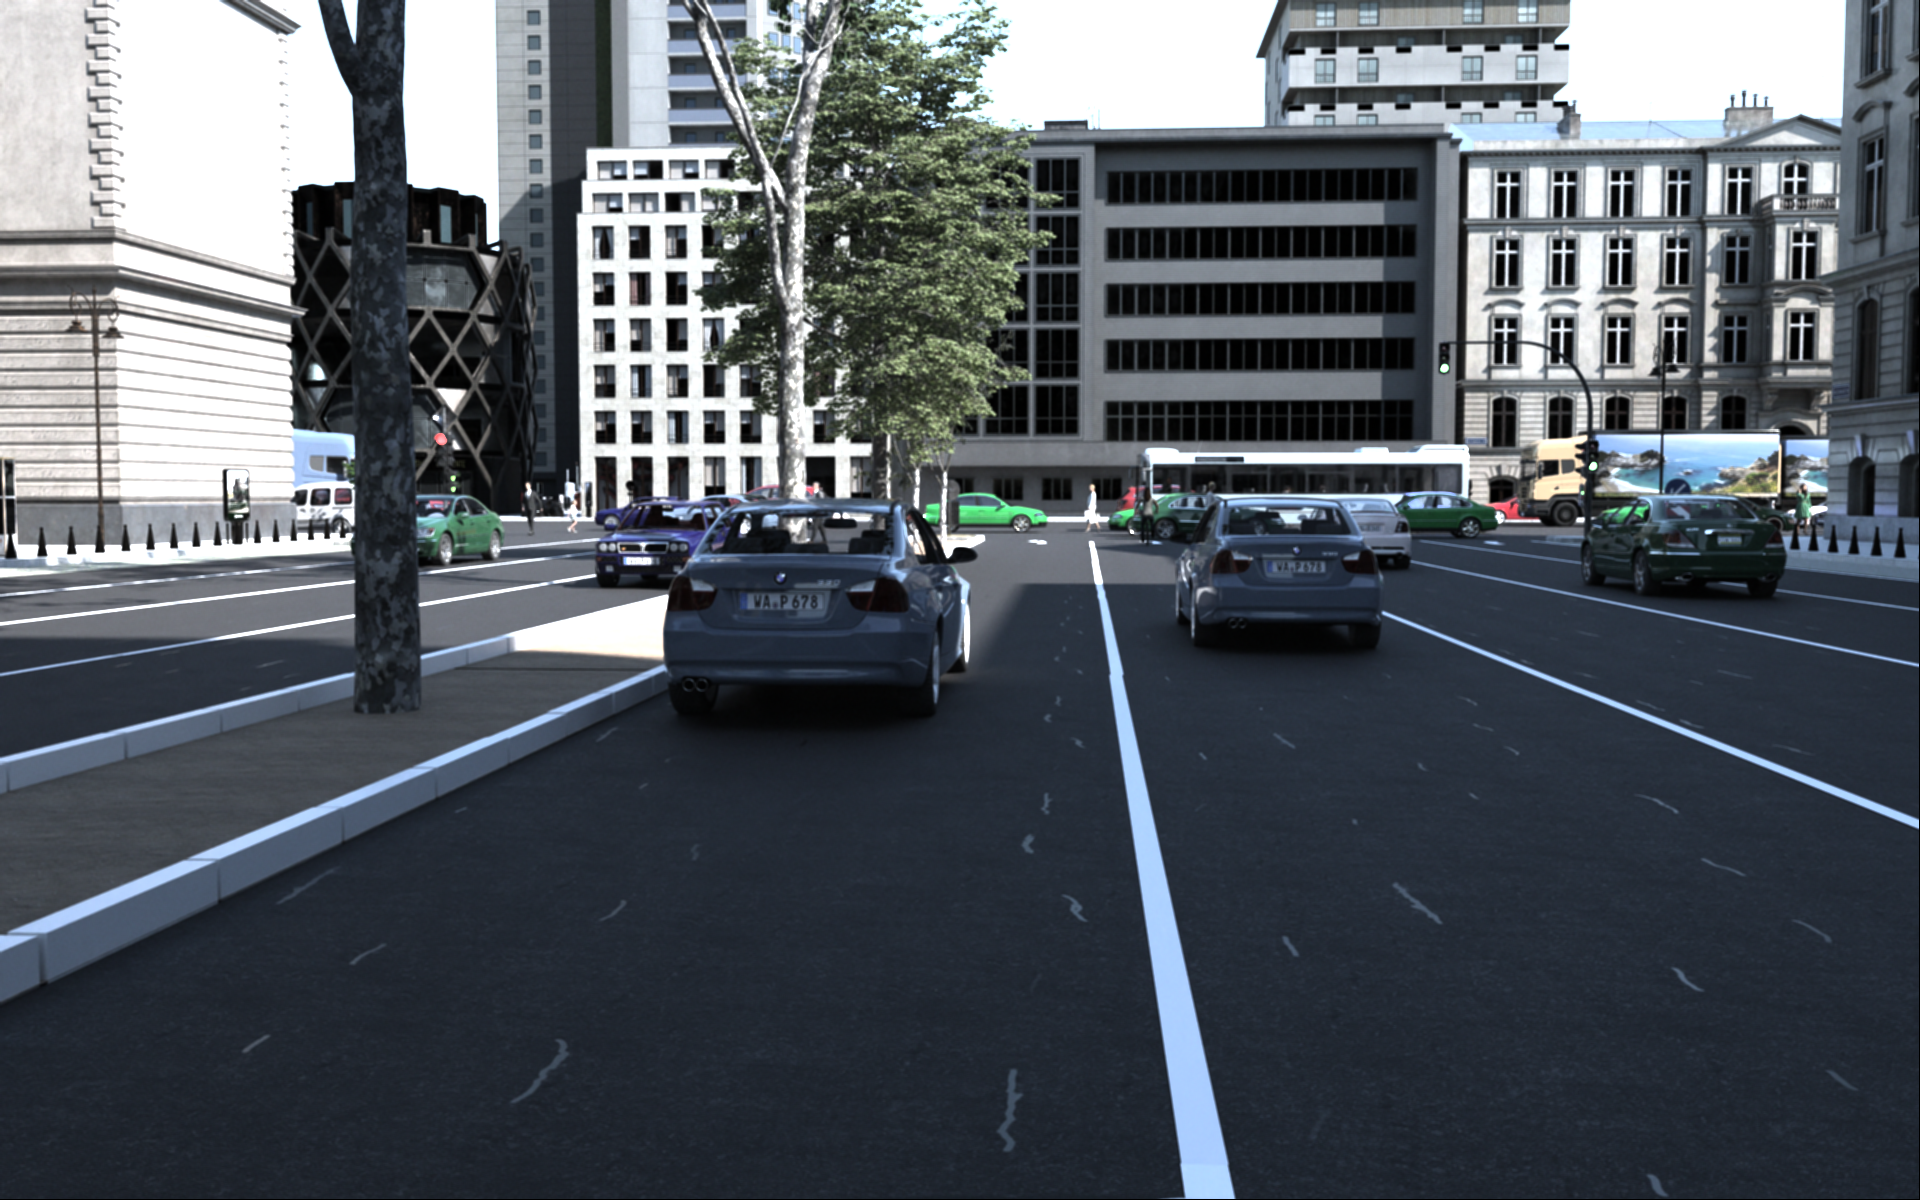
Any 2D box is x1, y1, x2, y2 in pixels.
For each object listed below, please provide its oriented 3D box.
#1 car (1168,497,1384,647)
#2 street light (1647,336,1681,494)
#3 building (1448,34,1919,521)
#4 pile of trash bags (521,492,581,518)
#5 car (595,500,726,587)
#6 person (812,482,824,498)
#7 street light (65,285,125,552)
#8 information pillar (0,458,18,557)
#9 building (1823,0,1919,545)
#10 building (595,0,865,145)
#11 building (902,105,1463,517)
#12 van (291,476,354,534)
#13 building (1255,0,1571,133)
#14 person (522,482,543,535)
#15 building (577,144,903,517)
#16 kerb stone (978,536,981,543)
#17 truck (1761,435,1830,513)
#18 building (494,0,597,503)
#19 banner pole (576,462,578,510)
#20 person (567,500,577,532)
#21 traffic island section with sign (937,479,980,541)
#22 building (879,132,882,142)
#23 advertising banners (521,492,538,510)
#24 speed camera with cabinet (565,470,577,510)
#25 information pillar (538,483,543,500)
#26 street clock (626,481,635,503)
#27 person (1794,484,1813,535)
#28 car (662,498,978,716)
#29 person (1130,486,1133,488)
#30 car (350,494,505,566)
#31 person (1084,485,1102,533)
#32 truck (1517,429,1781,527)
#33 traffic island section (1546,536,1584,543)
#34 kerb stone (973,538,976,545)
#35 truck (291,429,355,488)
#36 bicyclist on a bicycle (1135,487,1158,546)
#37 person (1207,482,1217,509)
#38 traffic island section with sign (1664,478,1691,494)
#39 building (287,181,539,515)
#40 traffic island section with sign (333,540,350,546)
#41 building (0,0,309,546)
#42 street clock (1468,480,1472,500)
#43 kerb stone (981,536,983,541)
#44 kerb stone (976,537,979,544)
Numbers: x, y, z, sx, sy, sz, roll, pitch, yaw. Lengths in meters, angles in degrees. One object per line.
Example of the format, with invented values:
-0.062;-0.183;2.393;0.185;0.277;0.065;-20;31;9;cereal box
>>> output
3.142;-0.338;17.523;2.014;1.417;4.499;0;4;4;car
20.642;-4.778;50.908;0.468;5.910;1.993;0;4;4;street light
44.430;-17.000;97.031;34.723;24.649;14.460;0;4;4;building
-22.428;-5.258;95.727;3.447;1.369;1.912;-2;4;-29;pile of trash bags
-4.632;-0.939;27.926;1.945;1.354;3.894;0;4;4;car
-4.127;-2.474;49.350;0.834;1.777;0.661;-3;4;-37;person
-19.102;-4.012;38.382;0.468;5.910;1.993;0;4;4;street light
-19.458;-1.883;35.275;0.304;2.012;0.304;1;4;18;information pillar
28.416;-12.968;31.108;14.460;24.649;34.723;0;4;4;building
-21.209;-38.202;166.605;21.231;58.520;28.212;0;4;4;building
12.110;-17.131;99.162;30.058;24.678;14.314;0;4;4;building
-21.642;-3.113;57.915;4.112;2.044;2.013;0;4;6;van
46.194;-36.102;179.500;28.713;52.752;27.495;0;4;4;building
-14.989;-3.185;60.353;0.659;1.850;0.755;1;4;11;person
-11.941;-14.910;98.523;16.860;20.320;10.420;0;4;4;building
0.433;-1.686;49.768;0.120;0.150;1.000;0;4;4;kerb stone
41.590;-5.789;83.566;11.283;4.237;2.839;0;4;3;truck
-40.650;-46.745;202.537;20.611;71.187;20.563;0;4;4;building
-30.119;-8.948;136.308;0.401;3.779;0.863;-1;4;-19;banner pole
-14.489;-3.130;64.695;0.382;1.210;0.505;0;4;-7;person
-0.375;-2.751;53.109;2.006;1.907;1.989;0;4;4;traffic island section with sign
-19.482;-35.345;201.593;21.600;48.544;21.300;0;4;4;building
-29.617;-7.404;117.237;2.074;3.025;0.090;0;4;-6;advertising banners
-31.049;-8.851;139.042;0.660;3.252;2.038;-2;4;-34;speed camera with cabinet
-27.792;-6.741;114.706;0.304;2.012;0.304;-1;4;-19;information pillar
-17.741;-5.425;93.265;0.471;2.002;0.358;-1;4;-19;street clock
29.435;-3.165;60.494;0.600;1.795;0.529;0;4;-4;person
-0.909;-0.033;12.543;2.014;1.417;4.499;0;4;4;car
8.229;-4.461;81.620;0.592;1.802;0.473;1;4;10;person
-11.028;-1.486;36.096;2.131;1.459;4.920;0;4;5;car
4.925;-3.387;64.225;0.624;1.780;0.694;1;4;22;person
29.884;-5.351;76.406;11.283;4.237;2.839;0;4;3;truck
18.677;-1.789;51.526;2.009;0.180;2.903;0;4;4;traffic island section
0.290;-1.559;47.716;0.120;0.150;1.000;0;4;4;kerb stone
-33.355;-5.062;72.516;18.799;4.110;2.967;0;4;2;truck
5.239;-2.351;48.461;1.499;1.676;1.625;0;4;5;bicyclist on a bicycle
7.119;-2.470;49.233;0.624;1.780;0.694;2;4;24;person
18.218;-2.217;44.879;1.989;1.847;2.006;0;4;4;traffic island section with sign
-34.087;-14.430;103.379;16.811;18.784;16.820;0;4;4;building
-16.106;-2.422;48.220;1.989;1.847;2.006;0;4;4;traffic island section with sign
-29.610;-13.378;47.613;19.941;23.489;11.050;0;4;4;building
26.426;-5.219;89.908;0.358;2.002;0.471;1;4;10;street clock
0.507;-1.744;50.794;0.120;0.150;1.000;0;4;4;kerb stone
0.365;-1.623;48.742;0.120;0.150;1.000;0;4;4;kerb stone
